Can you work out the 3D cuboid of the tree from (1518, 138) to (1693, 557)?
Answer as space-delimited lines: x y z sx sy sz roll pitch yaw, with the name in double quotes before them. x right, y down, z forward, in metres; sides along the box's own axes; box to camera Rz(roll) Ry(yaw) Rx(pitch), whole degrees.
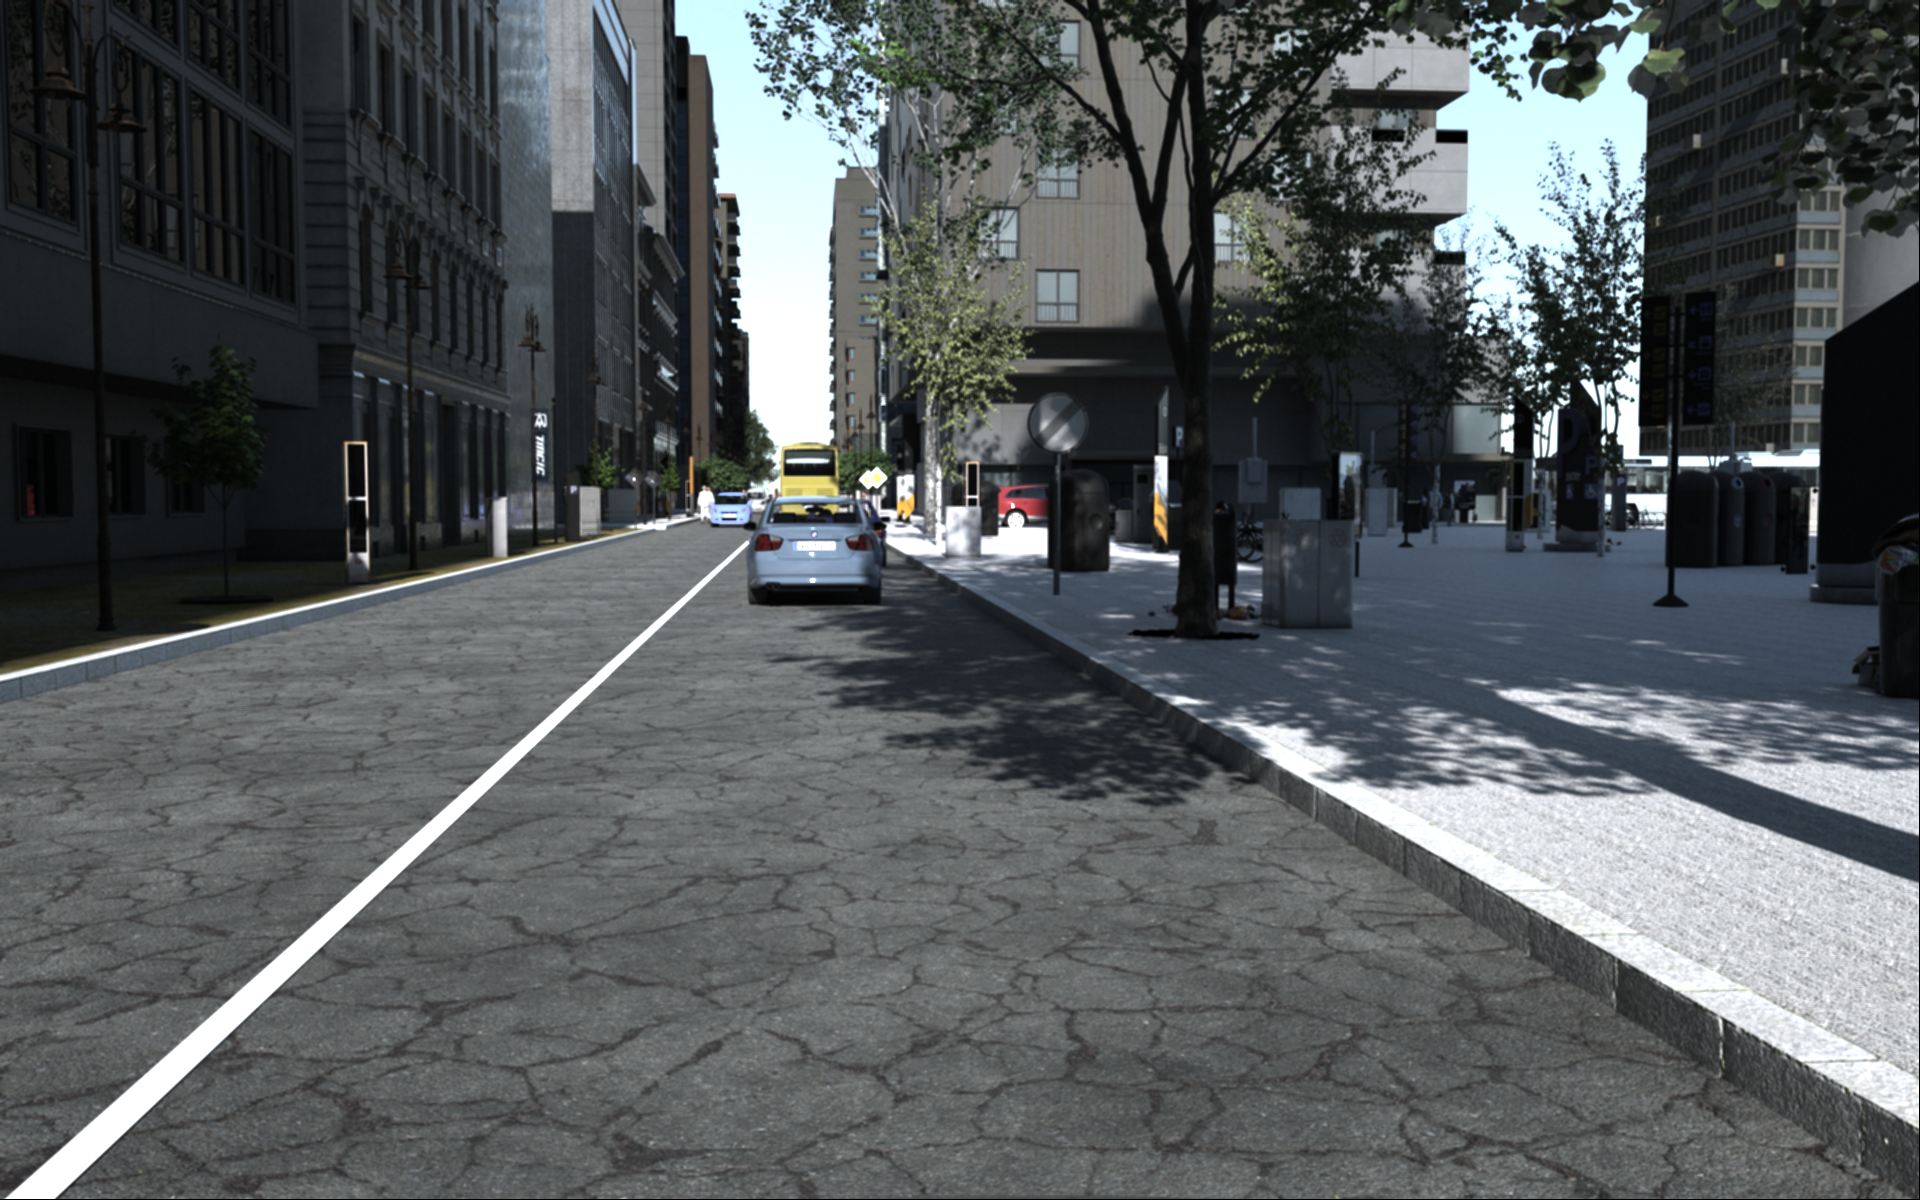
"tree" 12.890 -5.187 35.167 4.737 8.622 4.395 0 3 0

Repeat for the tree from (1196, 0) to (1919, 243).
"tree" 3.559 -5.961 4.126 9.857 13.997 8.962 0 3 0

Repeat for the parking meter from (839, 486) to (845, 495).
"parking meter" -8.549 -7.336 125.647 0.399 1.863 0.255 3 5 43

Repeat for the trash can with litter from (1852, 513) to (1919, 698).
"trash can with litter" 6.060 0.013 11.180 0.624 1.170 1.055 0 4 7

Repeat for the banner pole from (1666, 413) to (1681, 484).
"banner pole" 21.847 -3.855 53.051 0.863 3.779 0.401 -3 5 -40

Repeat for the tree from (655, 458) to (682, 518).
"tree" -15.404 -5.981 92.391 1.663 3.219 1.824 0 3 0

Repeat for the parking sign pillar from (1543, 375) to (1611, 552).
"parking sign pillar" 13.848 -3.076 38.765 1.447 3.967 1.447 0 4 -6

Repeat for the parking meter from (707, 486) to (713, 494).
"parking meter" -17.261 -6.976 119.773 0.399 1.863 0.255 0 4 -1

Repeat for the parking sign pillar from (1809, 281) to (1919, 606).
"parking sign pillar" 10.874 -1.954 20.419 1.447 3.967 1.447 1 4 22

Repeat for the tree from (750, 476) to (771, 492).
"tree" -34.803 -21.709 305.298 4.360 8.622 3.978 0 3 0

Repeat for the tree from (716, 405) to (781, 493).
"tree" -27.453 -18.686 222.530 9.611 12.733 9.660 0 3 0

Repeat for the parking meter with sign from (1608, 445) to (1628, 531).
"parking meter with sign" 22.870 -3.908 60.159 0.543 3.016 1.738 1 4 12

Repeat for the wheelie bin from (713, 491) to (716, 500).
"wheelie bin" -18.452 -7.359 128.229 0.693 1.594 0.980 2 4 25

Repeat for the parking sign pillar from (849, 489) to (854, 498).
"parking sign pillar" -8.817 -9.358 141.469 1.447 3.967 1.447 0 4 -5

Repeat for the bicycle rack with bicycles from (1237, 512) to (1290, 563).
"bicycle rack with bicycles" 5.859 -1.209 33.154 2.925 0.926 2.852 1 4 15

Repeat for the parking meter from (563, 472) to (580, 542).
"parking meter" -10.358 -2.476 46.188 0.399 1.863 0.255 -2 4 -34

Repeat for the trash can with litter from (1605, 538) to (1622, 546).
"trash can with litter" 16.325 -2.019 44.074 1.678 1.210 2.233 3 5 44

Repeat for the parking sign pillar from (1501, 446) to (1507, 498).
"parking sign pillar" 31.436 -6.898 101.261 1.447 3.967 1.447 2 4 26

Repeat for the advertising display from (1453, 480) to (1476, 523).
"advertising display" 22.301 -4.367 76.615 0.974 1.923 0.123 1 4 12

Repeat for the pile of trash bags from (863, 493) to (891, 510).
"pile of trash bags" -7.305 -8.249 144.622 1.912 1.369 3.447 -3 4 -38

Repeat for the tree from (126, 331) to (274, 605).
"tree" -8.712 -1.593 20.651 1.663 3.219 1.824 0 3 0

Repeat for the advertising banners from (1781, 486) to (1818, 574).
"advertising banners" 14.110 -1.948 28.031 2.074 3.025 0.090 -2 4 -23

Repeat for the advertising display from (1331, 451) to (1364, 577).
"advertising display" 5.924 -1.303 26.511 0.123 1.923 0.974 2 4 35

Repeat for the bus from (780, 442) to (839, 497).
"bus" -6.994 -5.441 80.506 2.896 3.916 12.252 0 4 -5

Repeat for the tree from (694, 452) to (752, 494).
"tree" -19.038 -9.196 134.073 4.285 4.588 4.351 0 3 0

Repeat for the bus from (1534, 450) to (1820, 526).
"bus" 29.731 -4.709 71.858 13.247 3.499 2.948 0 4 -6

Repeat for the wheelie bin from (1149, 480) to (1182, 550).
"wheelie bin" 4.761 -1.956 39.882 0.980 1.594 0.693 -2 4 -34

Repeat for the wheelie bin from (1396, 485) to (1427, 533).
"wheelie bin" 14.966 -3.028 57.419 0.980 1.594 0.693 1 4 15

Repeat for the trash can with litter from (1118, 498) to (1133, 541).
"trash can with litter" 4.767 -2.235 47.934 0.624 1.170 1.055 -1 4 -16

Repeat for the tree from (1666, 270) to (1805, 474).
"tree" 24.839 -6.495 56.553 4.360 8.622 3.978 0 3 0

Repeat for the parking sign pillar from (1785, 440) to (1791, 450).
"parking sign pillar" 41.718 -6.022 86.934 1.447 3.967 1.447 3 4 38

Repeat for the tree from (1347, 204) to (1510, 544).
"tree" 12.245 -5.772 44.733 4.360 8.622 3.978 0 3 0

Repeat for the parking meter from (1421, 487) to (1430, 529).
"parking meter" 16.877 -3.337 62.967 0.372 1.533 0.369 0 3 0

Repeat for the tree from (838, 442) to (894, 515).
"tree" -7.008 -7.943 113.587 4.285 4.588 4.351 0 3 0

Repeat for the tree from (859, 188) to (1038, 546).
"tree" -0.294 -5.650 42.734 4.737 8.622 4.395 0 3 0

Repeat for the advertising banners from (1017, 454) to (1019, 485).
"advertising banners" 2.458 -4.784 74.409 0.090 3.025 2.074 0 4 4

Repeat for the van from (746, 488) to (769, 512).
"van" -14.891 -7.298 126.326 2.013 2.044 4.112 0 4 -4

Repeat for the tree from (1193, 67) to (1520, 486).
"tree" 6.151 -4.820 29.178 4.737 8.622 4.395 0 3 0

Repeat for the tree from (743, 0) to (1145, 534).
"tree" 0.507 -12.168 54.838 12.611 20.169 13.585 0 3 0

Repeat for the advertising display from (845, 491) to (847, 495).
"advertising display" -9.461 -8.089 137.467 0.974 1.923 0.123 -2 4 -27

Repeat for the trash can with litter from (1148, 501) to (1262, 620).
"trash can with litter" 2.787 -0.452 18.455 1.678 1.210 2.233 -1 4 -10

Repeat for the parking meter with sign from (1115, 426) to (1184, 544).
"parking meter with sign" 4.872 -2.974 44.889 1.738 3.016 0.543 2 4 30

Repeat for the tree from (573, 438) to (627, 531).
"tree" -12.636 -3.995 59.923 1.663 3.219 1.824 0 3 0

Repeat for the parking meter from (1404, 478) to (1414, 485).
"parking meter" 16.454 -3.535 63.501 0.255 1.863 0.399 3 4 37

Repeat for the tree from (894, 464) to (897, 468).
"tree" -7.739 -8.912 129.419 4.285 4.588 4.351 0 3 0

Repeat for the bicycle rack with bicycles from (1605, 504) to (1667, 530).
"bicycle rack with bicycles" 24.165 -3.035 63.008 2.925 0.926 2.852 -1 4 -9

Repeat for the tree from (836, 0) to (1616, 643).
"tree" 1.944 -5.468 15.150 9.928 11.665 9.643 0 3 0
